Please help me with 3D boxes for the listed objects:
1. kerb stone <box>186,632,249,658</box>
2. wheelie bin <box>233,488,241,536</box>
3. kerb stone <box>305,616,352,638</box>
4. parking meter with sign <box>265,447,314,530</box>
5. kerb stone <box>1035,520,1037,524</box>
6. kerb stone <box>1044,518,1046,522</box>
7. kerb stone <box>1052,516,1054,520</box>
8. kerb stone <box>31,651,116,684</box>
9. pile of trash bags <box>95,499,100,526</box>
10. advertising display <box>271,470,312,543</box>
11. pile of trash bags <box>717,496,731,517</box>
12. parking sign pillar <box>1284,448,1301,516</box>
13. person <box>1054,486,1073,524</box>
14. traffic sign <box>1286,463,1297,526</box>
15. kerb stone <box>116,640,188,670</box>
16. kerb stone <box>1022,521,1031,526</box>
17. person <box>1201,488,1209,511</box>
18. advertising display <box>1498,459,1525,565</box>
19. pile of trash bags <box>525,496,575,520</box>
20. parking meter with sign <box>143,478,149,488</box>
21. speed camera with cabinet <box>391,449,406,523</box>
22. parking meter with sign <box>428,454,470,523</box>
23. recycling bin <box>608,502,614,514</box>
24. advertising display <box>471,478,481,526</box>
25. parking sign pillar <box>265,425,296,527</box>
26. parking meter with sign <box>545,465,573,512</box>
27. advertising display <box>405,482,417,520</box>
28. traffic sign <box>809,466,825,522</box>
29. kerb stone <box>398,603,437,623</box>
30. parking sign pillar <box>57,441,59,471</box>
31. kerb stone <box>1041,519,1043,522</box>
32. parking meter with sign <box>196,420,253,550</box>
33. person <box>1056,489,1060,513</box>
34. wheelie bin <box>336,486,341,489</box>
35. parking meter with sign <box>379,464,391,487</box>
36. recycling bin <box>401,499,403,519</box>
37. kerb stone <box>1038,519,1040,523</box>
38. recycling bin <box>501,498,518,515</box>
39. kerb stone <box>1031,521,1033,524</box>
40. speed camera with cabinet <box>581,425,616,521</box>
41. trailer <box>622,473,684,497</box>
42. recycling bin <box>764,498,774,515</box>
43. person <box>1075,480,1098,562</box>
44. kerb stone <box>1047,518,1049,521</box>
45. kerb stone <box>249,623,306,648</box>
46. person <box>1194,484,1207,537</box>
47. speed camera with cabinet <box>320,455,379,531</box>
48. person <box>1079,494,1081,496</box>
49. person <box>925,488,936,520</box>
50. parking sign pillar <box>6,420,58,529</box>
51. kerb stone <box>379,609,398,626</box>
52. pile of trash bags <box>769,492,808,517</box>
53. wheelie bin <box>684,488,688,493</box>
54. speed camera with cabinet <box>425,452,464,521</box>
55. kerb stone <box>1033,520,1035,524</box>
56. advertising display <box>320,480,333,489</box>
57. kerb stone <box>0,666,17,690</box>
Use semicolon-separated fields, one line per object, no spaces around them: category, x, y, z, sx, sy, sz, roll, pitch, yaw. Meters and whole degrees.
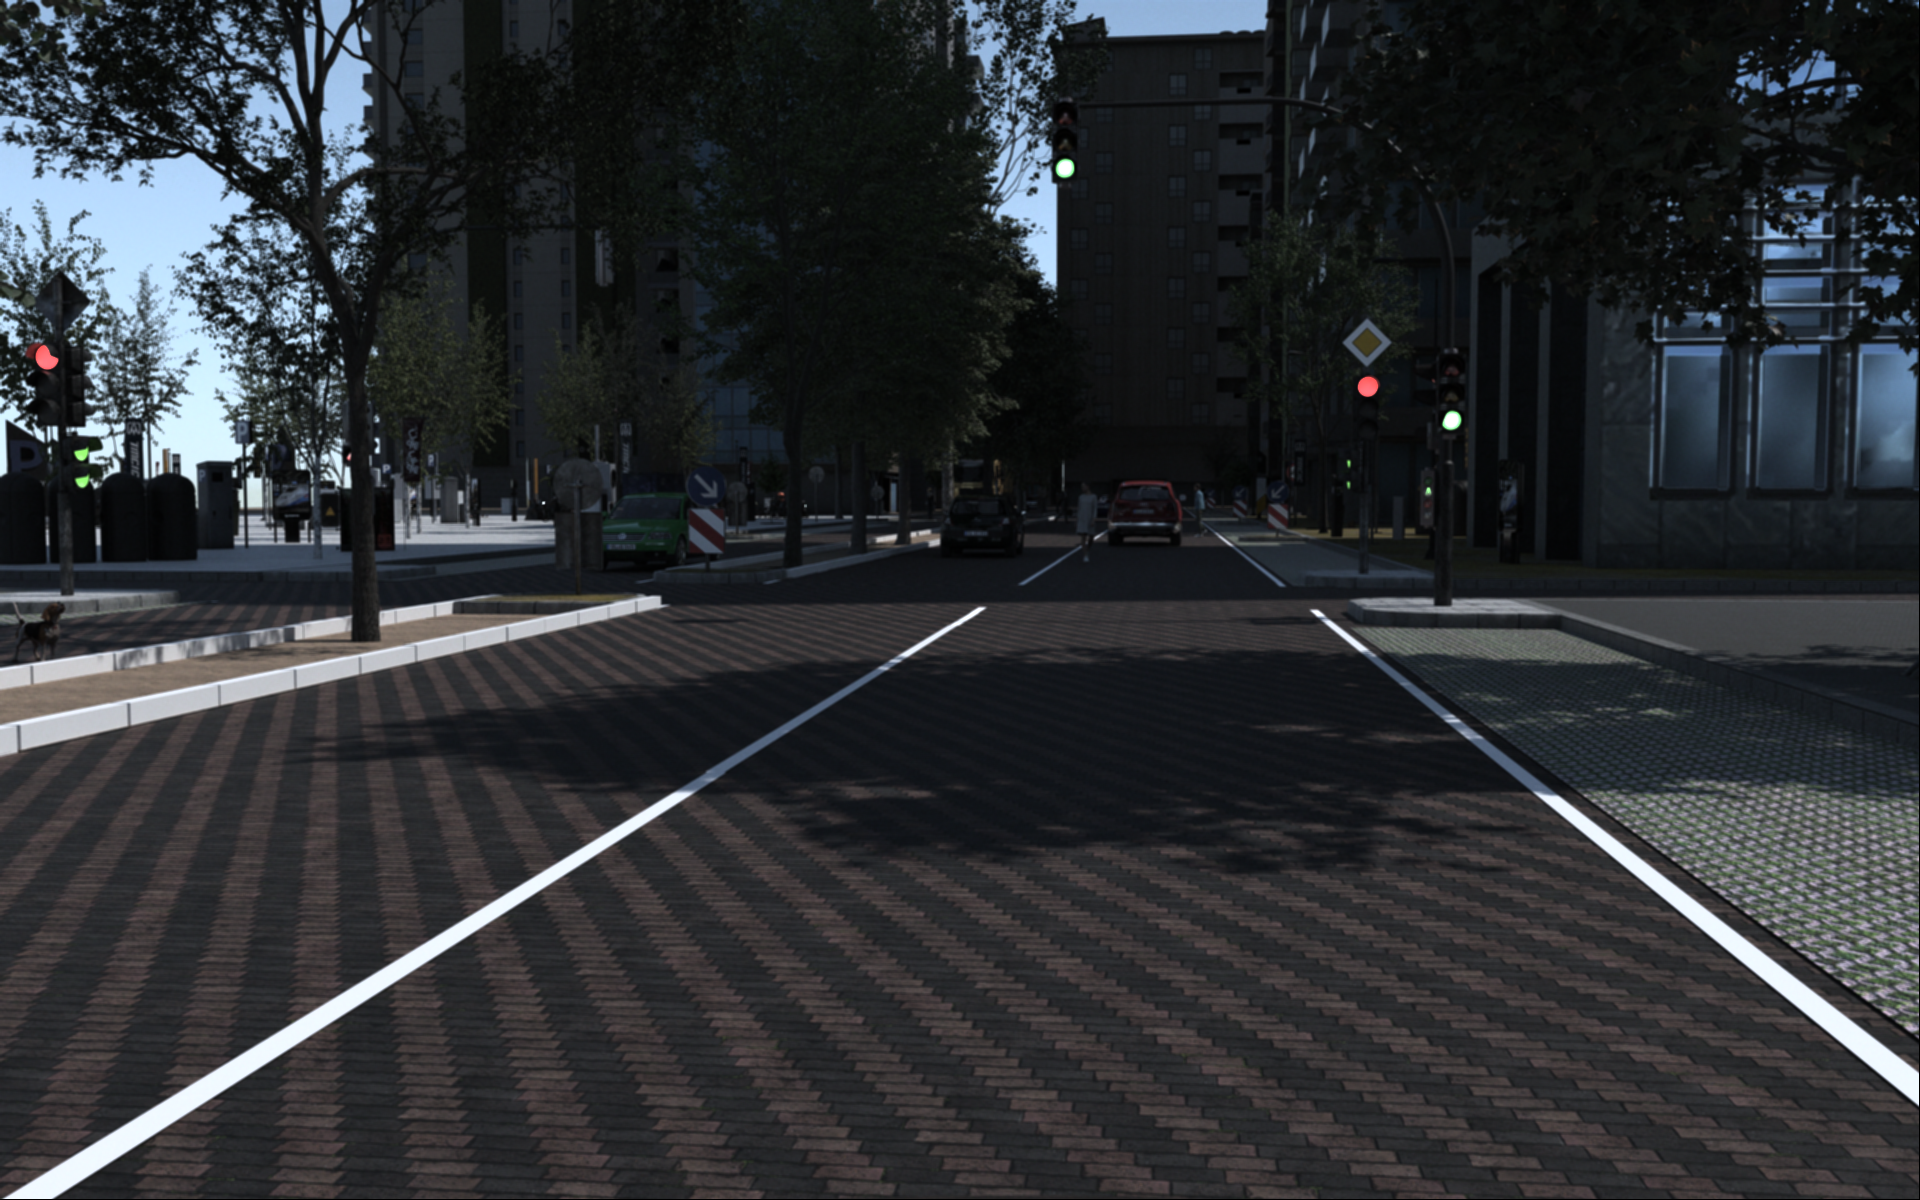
kerb stone;-6.704;0.410;15.498;0.120;0.150;1.000;0;4;7
wheelie bin;-22.583;-2.779;53.351;0.980;1.594;0.693;3;5;45
kerb stone;-6.454;0.285;17.541;0.120;0.150;1.000;0;4;7
parking meter with sign;-23.828;-4.016;61.926;1.738;3.016;0.543;-2;4;-33
kerb stone;3.445;-3.711;82.880;0.120;0.150;1.000;0;4;7
kerb stone;4.181;-4.085;88.988;0.120;0.150;1.000;0;4;7
kerb stone;4.907;-4.451;95.096;0.120;0.150;1.000;0;4;7
kerb stone;-6.937;0.534;13.464;0.120;0.150;1.000;0;4;7
pile of trash bags;-35.356;-3.653;69.476;1.912;1.369;3.447;1;4;21
advertising display;-17.614;-2.474;45.659;0.974;1.923;0.123;-1;4;-9
pile of trash bags;-13.470;-5.304;96.480;1.912;1.369;3.447;0;4;-1
parking sign pillar;19.161;-6.873;100.844;1.447;3.967;1.447;1;4;17
person;5.026;-4.635;84.243;0.822;1.834;0.622;1;4;21
traffic sign;13.594;-4.283;70.128;0.768;2.556;0.104;1;4;11
kerb stone;-6.814;0.473;14.482;0.120;0.150;1.000;0;4;7
kerb stone;3.077;-3.525;79.833;0.120;0.150;1.000;0;4;7
person;18.604;-7.603;132.439;1.348;1.869;0.705;3;4;37
advertising display;10.143;-1.633;31.908;0.123;1.923;0.974;0;4;-3
pile of trash bags;-19.841;-4.629;85.435;1.912;1.369;3.447;1;4;21
parking meter with sign;-39.252;-5.343;83.612;1.738;3.016;0.543;-2;4;-23
speed camera with cabinet;-25.261;-5.077;77.348;0.660;3.252;2.038;-2;4;-34
parking meter with sign;-22.434;-4.883;76.094;0.543;3.016;1.738;3;5;43
recycling bin;-20.294;-5.344;99.927;0.722;1.027;0.722;1;4;16
advertising display;-19.334;-3.913;69.198;0.123;1.923;0.974;-2;4;-30
parking sign pillar;-26.184;-4.808;67.089;1.447;3.967;1.447;-3;5;-43
parking meter with sign;-23.734;-6.518;102.828;1.738;3.016;0.543;2;4;26
advertising display;-27.181;-4.914;85.555;0.123;1.923;0.974;1;4;18
traffic sign;-6.534;-4.812;78.774;0.768;2.556;0.104;1;4;14
kerb stone;-6.211;0.160;19.581;0.120;0.150;1.000;0;4;7
parking sign pillar;-42.812;-5.788;83.111;1.447;3.967;1.447;-3;5;-42
kerb stone;3.935;-3.954;86.958;0.120;0.150;1.000;0;4;7
parking meter with sign;-17.425;-2.703;40.453;0.543;3.016;1.738;2;4;32
person;7.547;-7.600;132.846;0.705;1.814;1.350;0;4;-1
wheelie bin;-24.039;-3.614;66.996;0.693;1.594;0.980;-1;4;-10
parking meter with sign;-33.740;-6.433;101.447;0.543;3.016;1.738;-2;4;-29
recycling bin;-28.738;-4.606;87.865;0.722;1.027;0.722;-3;4;-37
kerb stone;3.693;-3.836;84.915;0.120;0.150;1.000;0;4;7
recycling bin;-27.794;-5.769;106.880;0.722;1.027;0.722;2;4;30
kerb stone;3.205;-3.587;80.850;0.120;0.150;1.000;0;4;7
speed camera with cabinet;-10.162;-3.326;48.716;0.660;3.252;2.038;0;4;1
trailer;-8.472;-2.445;47.030;1.471;1.999;3.904;0;4;7
recycling bin;-11.488;-5.663;105.150;0.722;1.027;0.722;-1;4;-12
person;2.685;-1.693;36.930;0.466;1.731;0.760;0;4;-6
kerb stone;4.432;-4.210;91.029;0.120;0.150;1.000;0;4;7
kerb stone;-6.570;0.354;16.523;0.120;0.150;1.000;0;4;7
person;8.037;-3.005;57.977;0.444;1.785;0.601;2;4;31
speed camera with cabinet;-21.503;-4.066;60.821;2.038;3.252;0.660;-1;4;-10
person;10.117;-8.166;145.278;0.557;1.426;1.065;1;4;17
person;-1.664;-5.429;97.690;0.534;1.772;0.576;2;4;27
parking sign pillar;-33.852;-4.554;62.931;1.447;3.967;1.447;-3;4;-37
kerb stone;-6.328;0.223;18.557;0.120;0.150;1.000;0;4;7
pile of trash bags;-9.704;-5.316;96.666;1.912;1.369;3.447;-1;4;-20
wheelie bin;-13.877;-4.796;86.329;0.980;1.594;0.693;2;4;27
speed camera with cabinet;-24.605;-5.399;82.608;0.660;3.252;2.038;2;4;26
kerb stone;3.325;-3.650;81.865;0.120;0.150;1.000;0;4;7
advertising display;-30.140;-4.706;82.160;0.974;1.923;0.123;0;4;-6
kerb stone;-7.057;0.596;12.443;0.120;0.150;1.000;0;4;7
